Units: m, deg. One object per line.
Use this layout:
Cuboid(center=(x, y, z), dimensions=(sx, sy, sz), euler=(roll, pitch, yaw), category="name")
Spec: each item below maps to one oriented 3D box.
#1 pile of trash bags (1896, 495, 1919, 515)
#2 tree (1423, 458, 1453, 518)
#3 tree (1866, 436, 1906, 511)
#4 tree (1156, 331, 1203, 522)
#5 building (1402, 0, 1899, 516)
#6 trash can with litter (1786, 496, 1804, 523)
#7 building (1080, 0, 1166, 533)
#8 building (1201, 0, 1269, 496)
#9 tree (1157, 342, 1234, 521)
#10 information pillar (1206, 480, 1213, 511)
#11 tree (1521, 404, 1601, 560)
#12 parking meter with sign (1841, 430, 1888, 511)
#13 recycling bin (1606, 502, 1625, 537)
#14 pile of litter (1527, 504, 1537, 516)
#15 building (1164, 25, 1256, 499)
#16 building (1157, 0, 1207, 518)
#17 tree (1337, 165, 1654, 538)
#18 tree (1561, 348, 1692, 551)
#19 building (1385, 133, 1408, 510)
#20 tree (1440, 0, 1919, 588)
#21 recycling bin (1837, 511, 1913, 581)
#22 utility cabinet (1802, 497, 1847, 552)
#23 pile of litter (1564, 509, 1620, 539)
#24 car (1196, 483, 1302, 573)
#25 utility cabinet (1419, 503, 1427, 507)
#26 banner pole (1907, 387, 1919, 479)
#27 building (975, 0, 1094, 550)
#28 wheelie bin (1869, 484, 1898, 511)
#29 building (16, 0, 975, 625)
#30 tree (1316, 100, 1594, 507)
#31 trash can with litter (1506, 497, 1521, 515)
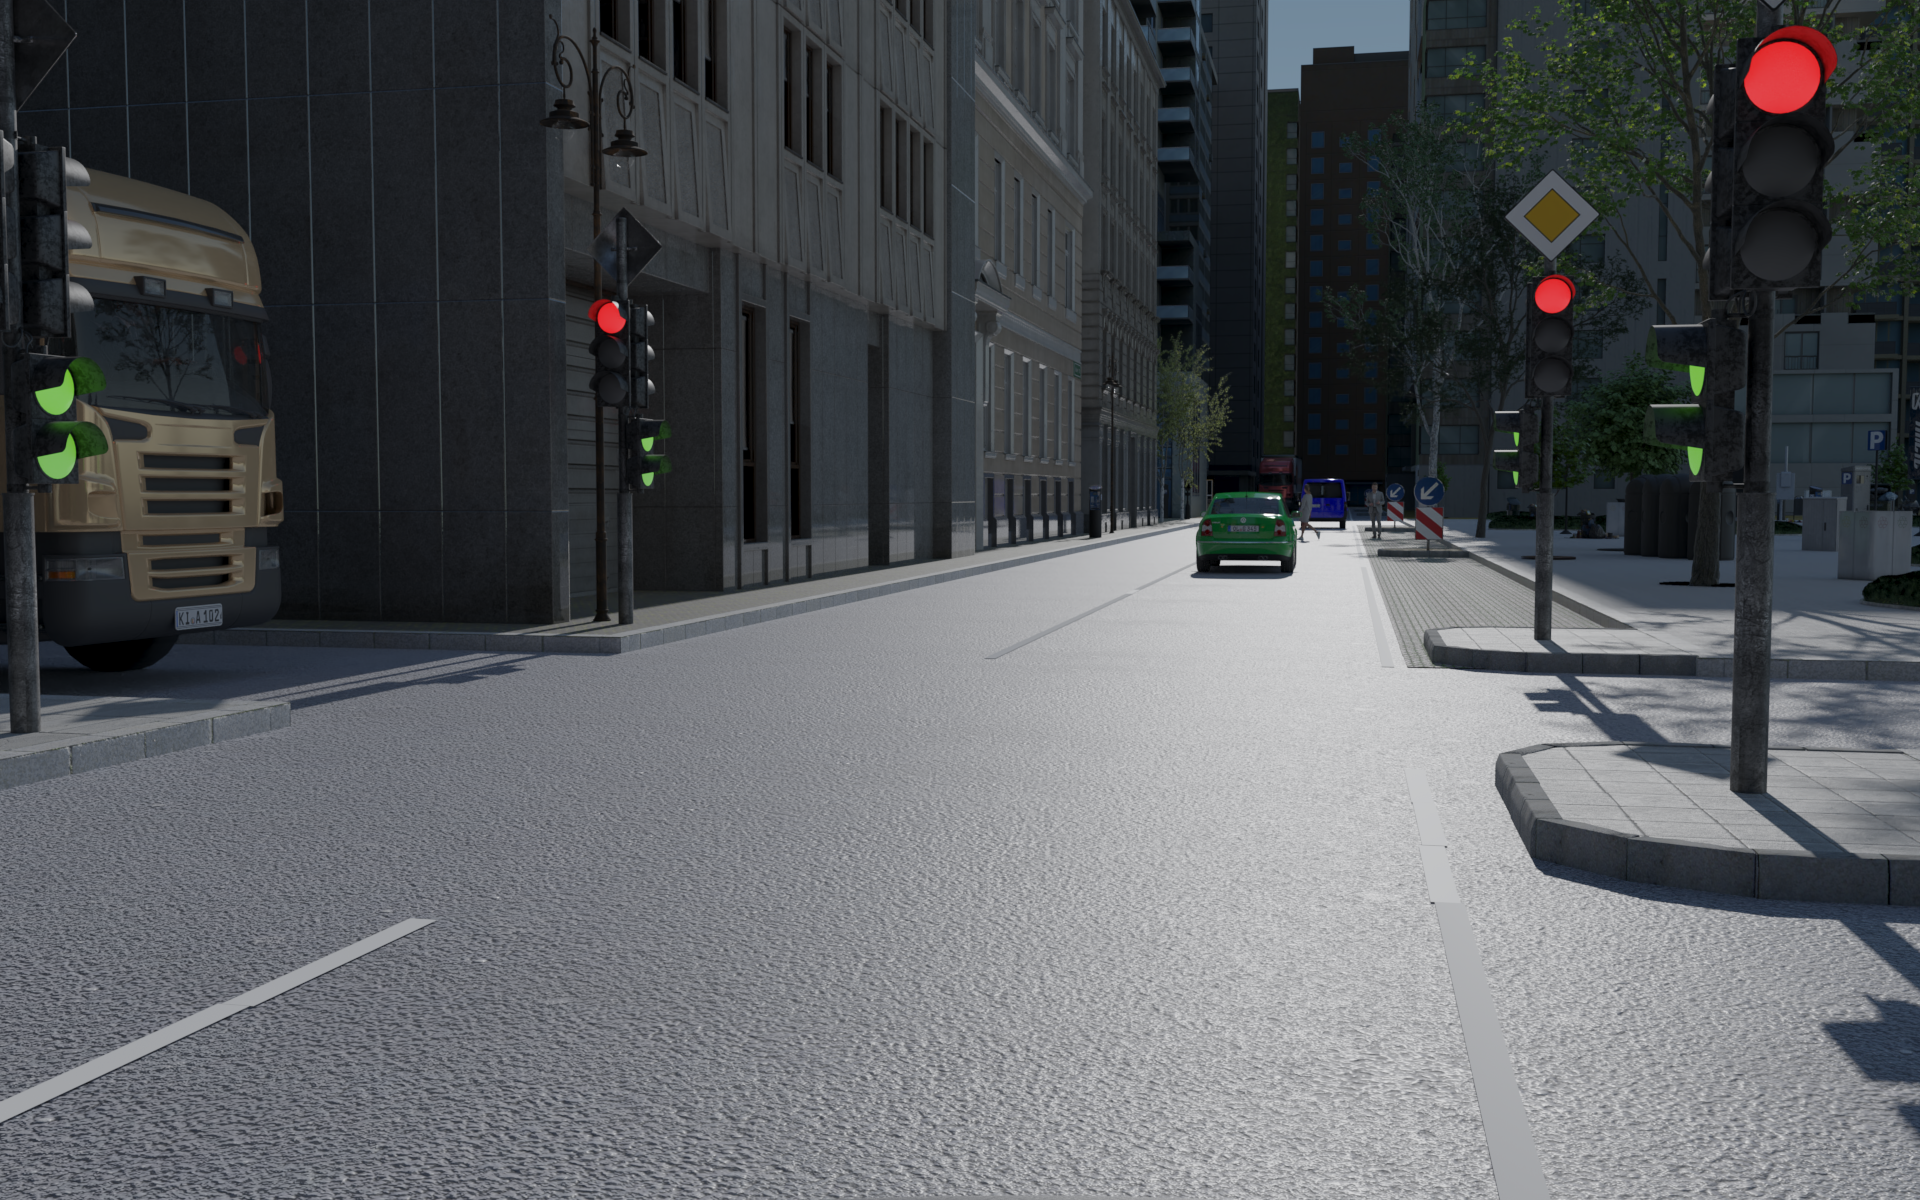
Cuboid(center=(41.937, -4.115, 77.033), dimensions=(3.447, 1.369, 1.912), euler=(2, 4, 26), category="pile of trash bags")
Cuboid(center=(25.604, -5.989, 92.525), dimensions=(1.663, 3.219, 1.824), euler=(0, 3, 0), category="tree")
Cuboid(center=(31.009, -3.836, 57.322), dimensions=(1.663, 3.219, 1.824), euler=(0, 3, 0), category="tree")
Cuboid(center=(8.969, -7.821, 78.240), dimensions=(4.737, 8.622, 4.395), euler=(0, 3, 0), category="tree")
Cuboid(center=(44.441, -32.268, 116.816), dimensions=(28.713, 52.752, 27.495), euler=(1, 4, 12), category="building")
Cuboid(center=(37.894, -4.064, 77.507), dimensions=(1.678, 1.210, 2.233), euler=(-2, 4, -35), category="trash can with litter")
Cuboid(center=(1.951, -13.246, 65.726), dimensions=(9.793, 20.994, 18.267), euler=(1, 4, 12), category="building")
Cuboid(center=(16.787, -43.871, 155.535), dimensions=(20.611, 71.187, 20.563), euler=(1, 4, 12), category="building")
Cuboid(center=(11.008, -8.151, 83.636), dimensions=(4.360, 8.622, 3.978), euler=(0, 3, 0), category="tree")
Cuboid(center=(12.810, -5.168, 88.991), dimensions=(0.304, 2.012, 0.304), euler=(0, 4, 6), category="information pillar")
Cuboid(center=(11.476, -2.410, 33.999), dimensions=(1.663, 3.219, 1.824), euler=(0, 3, 0), category="tree")
Cuboid(center=(24.312, -3.108, 47.076), dimensions=(1.738, 3.016, 0.543), euler=(-1, 4, -23), category="parking meter with sign")
Cuboid(center=(20.047, -2.444, 52.514), dimensions=(0.722, 1.027, 0.722), euler=(2, 4, 32), category="recycling bin")
Cuboid(center=(25.568, -3.861, 77.086), dimensions=(1.176, 0.858, 1.719), euler=(-3, 5, -43), category="pile of litter")
Cuboid(center=(6.719, -27.124, 135.361), dimensions=(32.217, 40.220, 23.993), euler=(1, 4, 12), category="building")
Cuboid(center=(4.646, -48.540, 106.294), dimensions=(22.319, 86.520, 31.000), euler=(1, 4, 12), category="building")
Cuboid(center=(15.243, -7.077, 50.127), dimensions=(8.767, 10.594, 7.601), euler=(0, 4, 0), category="tree")
Cuboid(center=(15.289, -3.389, 39.119), dimensions=(4.285, 4.588, 4.351), euler=(0, 3, 0), category="tree")
Cuboid(center=(41.790, -22.533, 140.123), dimensions=(14.160, 30.474, 14.107), euler=(1, 4, 12), category="building")
Cuboid(center=(10.400, -5.989, 23.670), dimensions=(9.928, 11.665, 9.643), euler=(0, 3, 0), category="tree")
Cuboid(center=(13.702, -0.819, 25.948), dimensions=(0.722, 1.027, 0.722), euler=(-1, 4, -13), category="recycling bin")
Cuboid(center=(19.471, -1.705, 39.047), dimensions=(0.306, 1.237, 1.020), euler=(-1, 4, -16), category="utility cabinet")
Cuboid(center=(18.259, -2.204, 50.005), dimensions=(1.176, 0.858, 1.719), euler=(-1, 4, -15), category="pile of litter")
Cuboid(center=(5.520, -1.484, 33.057), dimensions=(1.959, 1.807, 4.718), euler=(1, 4, 12), category="car")
Cuboid(center=(19.663, -3.967, 73.547), dimensions=(0.318, 1.500, 1.173), euler=(1, 4, 13), category="utility cabinet")
Cuboid(center=(19.849, -2.785, 35.557), dimensions=(0.863, 3.779, 0.401), euler=(0, 4, -1), category="banner pole")
Cuboid(center=(-4.196, -15.958, 46.821), dimensions=(13.634, 28.700, 20.117), euler=(1, 4, 12), category="building")
Cuboid(center=(27.749, -2.714, 52.289), dimensions=(0.980, 1.594, 0.693), euler=(3, 4, 36), category="wheelie bin")
Cuboid(center=(-7.704, -12.796, 27.244), dimensions=(12.078, 24.808, 19.932), euler=(1, 4, 12), category="building")
Cuboid(center=(23.128, -13.795, 81.445), dimensions=(12.611, 20.169, 13.585), euler=(0, 3, 0), category="tree")
Cuboid(center=(22.882, -3.658, 71.203), dimensions=(0.624, 1.170, 1.055), euler=(0, 4, -4), category="trash can with litter")
